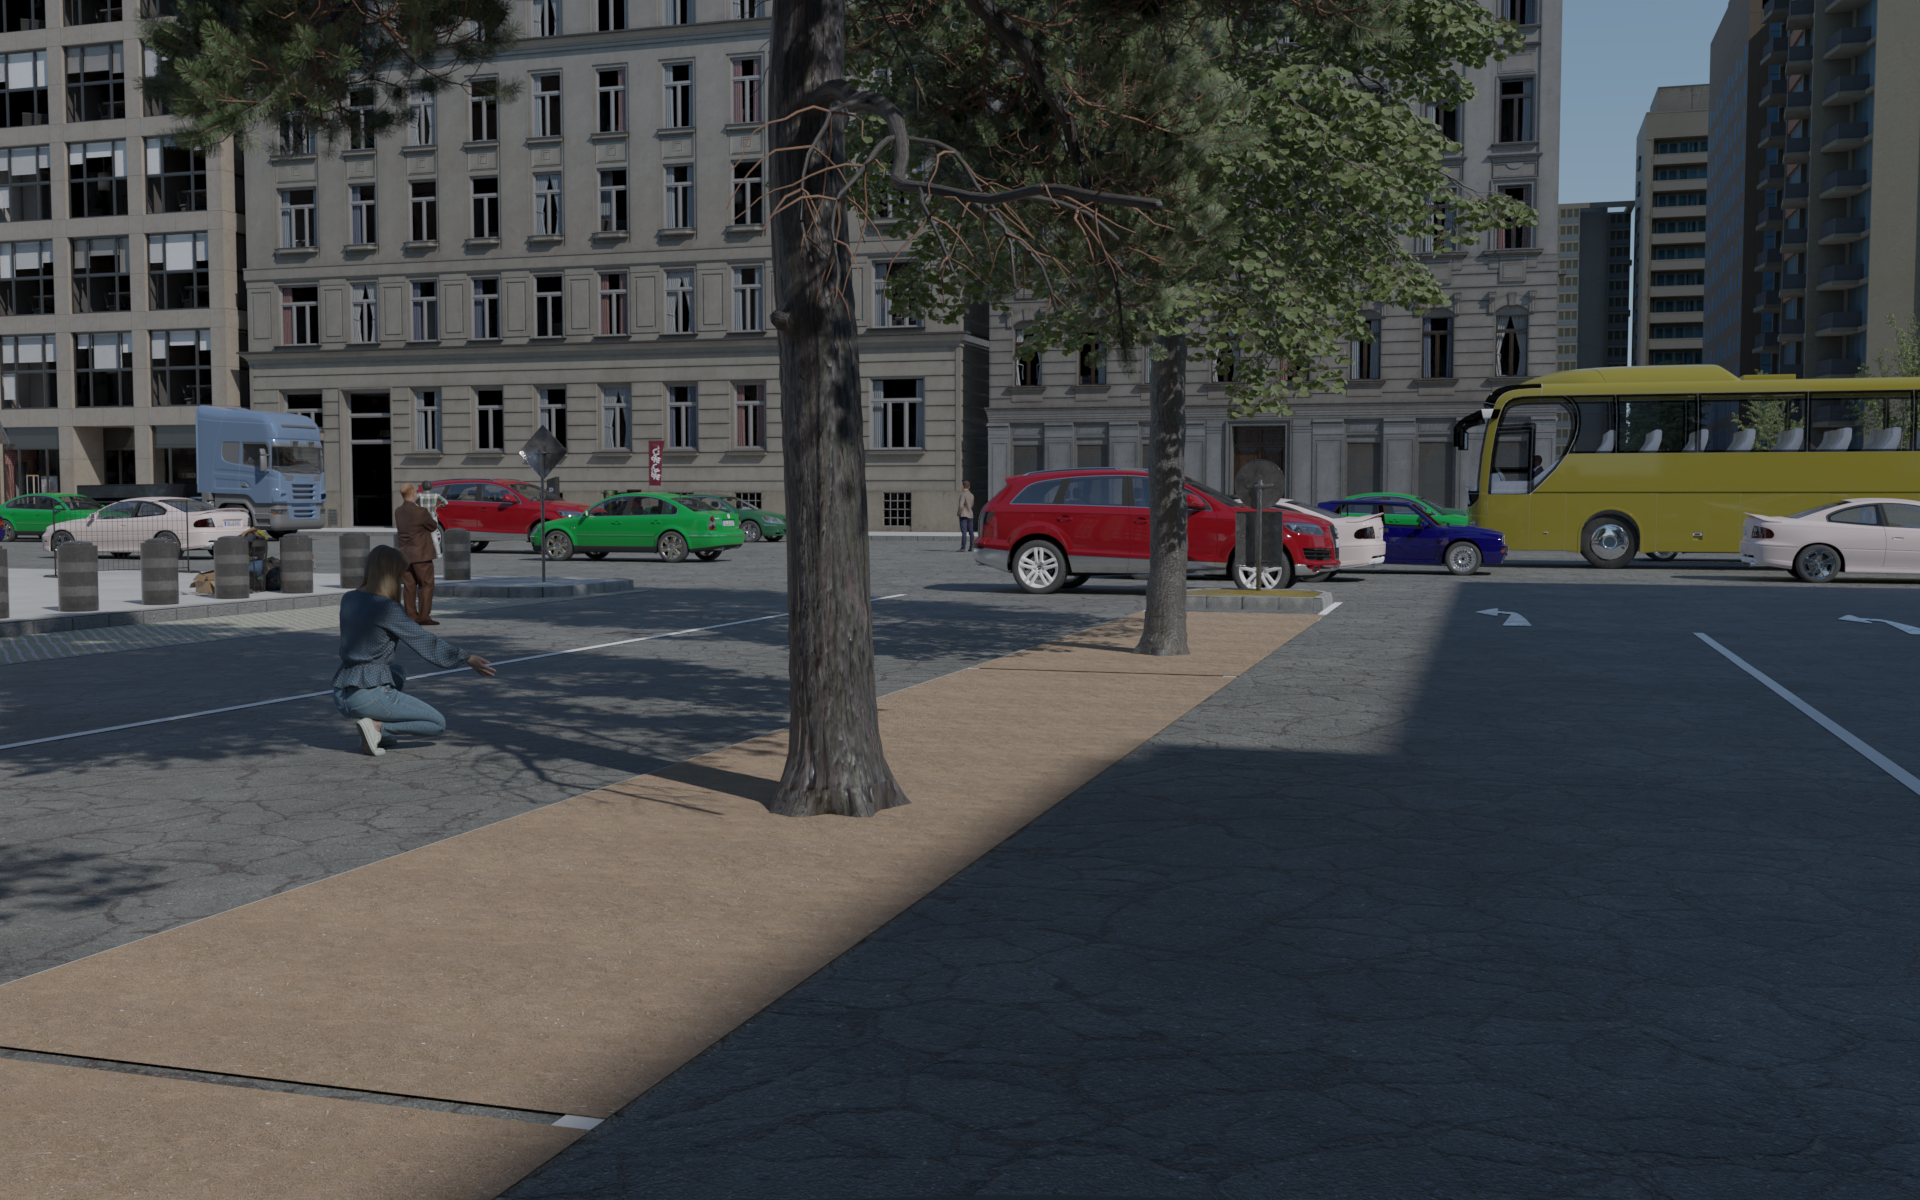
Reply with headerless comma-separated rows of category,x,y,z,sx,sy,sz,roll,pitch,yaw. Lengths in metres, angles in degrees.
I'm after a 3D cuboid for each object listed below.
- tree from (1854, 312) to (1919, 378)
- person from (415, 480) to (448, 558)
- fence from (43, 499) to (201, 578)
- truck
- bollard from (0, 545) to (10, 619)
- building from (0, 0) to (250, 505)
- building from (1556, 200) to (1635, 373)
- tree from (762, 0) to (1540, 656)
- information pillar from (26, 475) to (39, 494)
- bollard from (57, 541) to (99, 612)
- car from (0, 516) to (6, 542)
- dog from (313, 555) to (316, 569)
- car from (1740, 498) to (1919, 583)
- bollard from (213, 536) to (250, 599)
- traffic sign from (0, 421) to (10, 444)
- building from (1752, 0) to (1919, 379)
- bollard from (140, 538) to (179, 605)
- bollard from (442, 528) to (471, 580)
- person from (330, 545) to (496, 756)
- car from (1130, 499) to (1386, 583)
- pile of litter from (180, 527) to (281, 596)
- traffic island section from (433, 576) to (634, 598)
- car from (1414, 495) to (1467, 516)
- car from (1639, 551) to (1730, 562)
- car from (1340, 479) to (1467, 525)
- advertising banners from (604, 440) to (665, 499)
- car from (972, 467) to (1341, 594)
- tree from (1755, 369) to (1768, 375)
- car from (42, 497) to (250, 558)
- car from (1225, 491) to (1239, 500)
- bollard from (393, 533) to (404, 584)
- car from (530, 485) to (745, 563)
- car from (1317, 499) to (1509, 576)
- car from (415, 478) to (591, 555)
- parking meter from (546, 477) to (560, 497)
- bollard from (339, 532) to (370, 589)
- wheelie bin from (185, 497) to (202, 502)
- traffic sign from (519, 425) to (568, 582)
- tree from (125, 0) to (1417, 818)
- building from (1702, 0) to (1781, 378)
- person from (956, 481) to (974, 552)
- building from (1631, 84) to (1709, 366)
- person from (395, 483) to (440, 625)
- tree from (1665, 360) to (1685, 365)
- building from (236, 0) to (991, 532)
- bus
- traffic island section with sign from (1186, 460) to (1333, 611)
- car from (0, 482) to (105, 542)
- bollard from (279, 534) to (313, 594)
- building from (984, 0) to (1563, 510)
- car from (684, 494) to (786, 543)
tree,36.994,-7.193,67.960,4.737,8.622,4.395,0,3,0
person,-11.886,-1.803,38.702,0.841,1.734,0.376,-1,4,-22
fence,-13.231,-0.989,27.379,0.480,1.192,2.264,3,4,39
truck,-28.322,-3.989,54.987,18.799,4.110,2.967,1,4,15
bollard,-10.031,-0.192,17.848,0.404,0.777,0.398,0,3,0
building,-41.430,-16.846,79.955,34.151,26.468,19.350,1,4,17
building,71.691,-32.237,218.952,23.993,40.220,32.217,1,4,17
tree,1.849,-5.804,15.486,7.486,12.596,7.792,0,3,0
information pillar,-35.903,-3.829,67.101,0.304,2.012,0.304,0,4,6
bollard,-9.673,-0.262,18.996,0.404,0.777,0.398,0,3,0
car,-25.068,-1.778,41.657,3.894,1.354,1.945,1,4,17
dog,-12.464,-0.843,33.076,0.406,0.507,0.540,-3,5,-43
car,15.347,-0.970,28.221,4.827,1.381,2.083,1,4,19
bollard,-8.959,-0.403,21.301,0.404,0.777,0.398,0,3,0
traffic sign,-10.486,-1.131,18.502,0.884,2.594,0.081,1,4,22
building,67.712,-28.419,119.274,22.147,44.769,28.867,1,4,17
bollard,-9.312,-0.332,20.152,0.404,0.777,0.398,0,3,0
bollard,-7.528,-0.684,25.903,0.404,0.777,0.398,0,3,0
person,-3.256,0.257,9.800,1.012,1.151,0.738,2,4,34
car,4.705,-1.032,29.233,4.827,1.381,2.083,1,4,19
pile of litter,-9.528,-0.533,22.677,1.176,0.858,1.719,2,4,26
traffic island section,-6.078,-0.179,25.208,2.009,0.180,2.903,1,4,17
car,10.282,-1.919,43.175,4.920,1.459,2.131,1,4,15
car,16.292,-1.500,37.099,3.894,1.354,1.945,1,4,18
car,10.051,-1.888,39.668,4.718,1.807,1.959,1,4,17
advertising banners,-10.676,-3.693,56.573,2.074,3.025,0.090,0,4,-4
car,2.832,-1.009,25.166,5.304,1.827,2.281,1,4,17
tree,47.278,-9.231,101.296,4.737,8.622,4.395,0,3,0
car,-18.183,-1.612,38.710,4.827,1.381,2.083,1,4,17
car,5.827,-1.763,38.617,2.009,1.686,4.222,1,4,18
bollard,-7.883,-0.614,24.748,0.404,0.777,0.398,0,3,0
car,-6.984,-1.736,37.187,4.718,1.807,1.959,1,4,19
car,7.935,-1.155,31.458,3.894,1.354,1.945,1,4,18
car,-11.064,-2.056,42.284,5.304,1.827,2.281,1,4,18
parking meter,-13.680,-3.212,58.234,0.399,1.863,0.255,1,4,19
bollard,-8.244,-0.543,23.596,0.404,0.777,0.398,0,3,0
wheelie bin,-29.012,-3.537,65.737,0.980,1.594,0.693,2,4,31
traffic sign,-6.053,-1.315,25.139,0.795,2.450,0.064,1,4,17
tree,-0.654,-5.080,7.576,6.751,12.117,7.091,0,3,0
building,74.675,-30.846,154.446,14.600,45.320,14.200,1,4,17
person,0.053,-2.086,43.145,0.617,1.759,0.750,-3,4,-36
building,91.885,-35.669,206.882,21.600,48.544,21.300,1,4,17
person,-5.949,-0.499,18.926,0.482,1.546,0.388,2,4,28
tree,59.850,-14.016,147.290,7.486,12.596,7.792,0,3,0
building,-11.419,-14.385,68.472,30.059,22.955,16.112,1,4,17
bus,15.813,-2.537,33.027,12.252,3.916,2.896,1,4,18
traffic island section with sign,3.783,-0.872,22.399,2.006,1.907,1.989,1,4,17
car,-26.876,-2.637,51.905,4.718,1.807,1.959,1,4,17
bollard,-8.600,-0.473,22.449,0.404,0.777,0.398,0,3,0
building,10.779,-12.808,58.556,18.267,20.994,9.793,1,4,17
car,-7.289,-2.479,52.327,4.920,1.459,2.131,1,4,19
